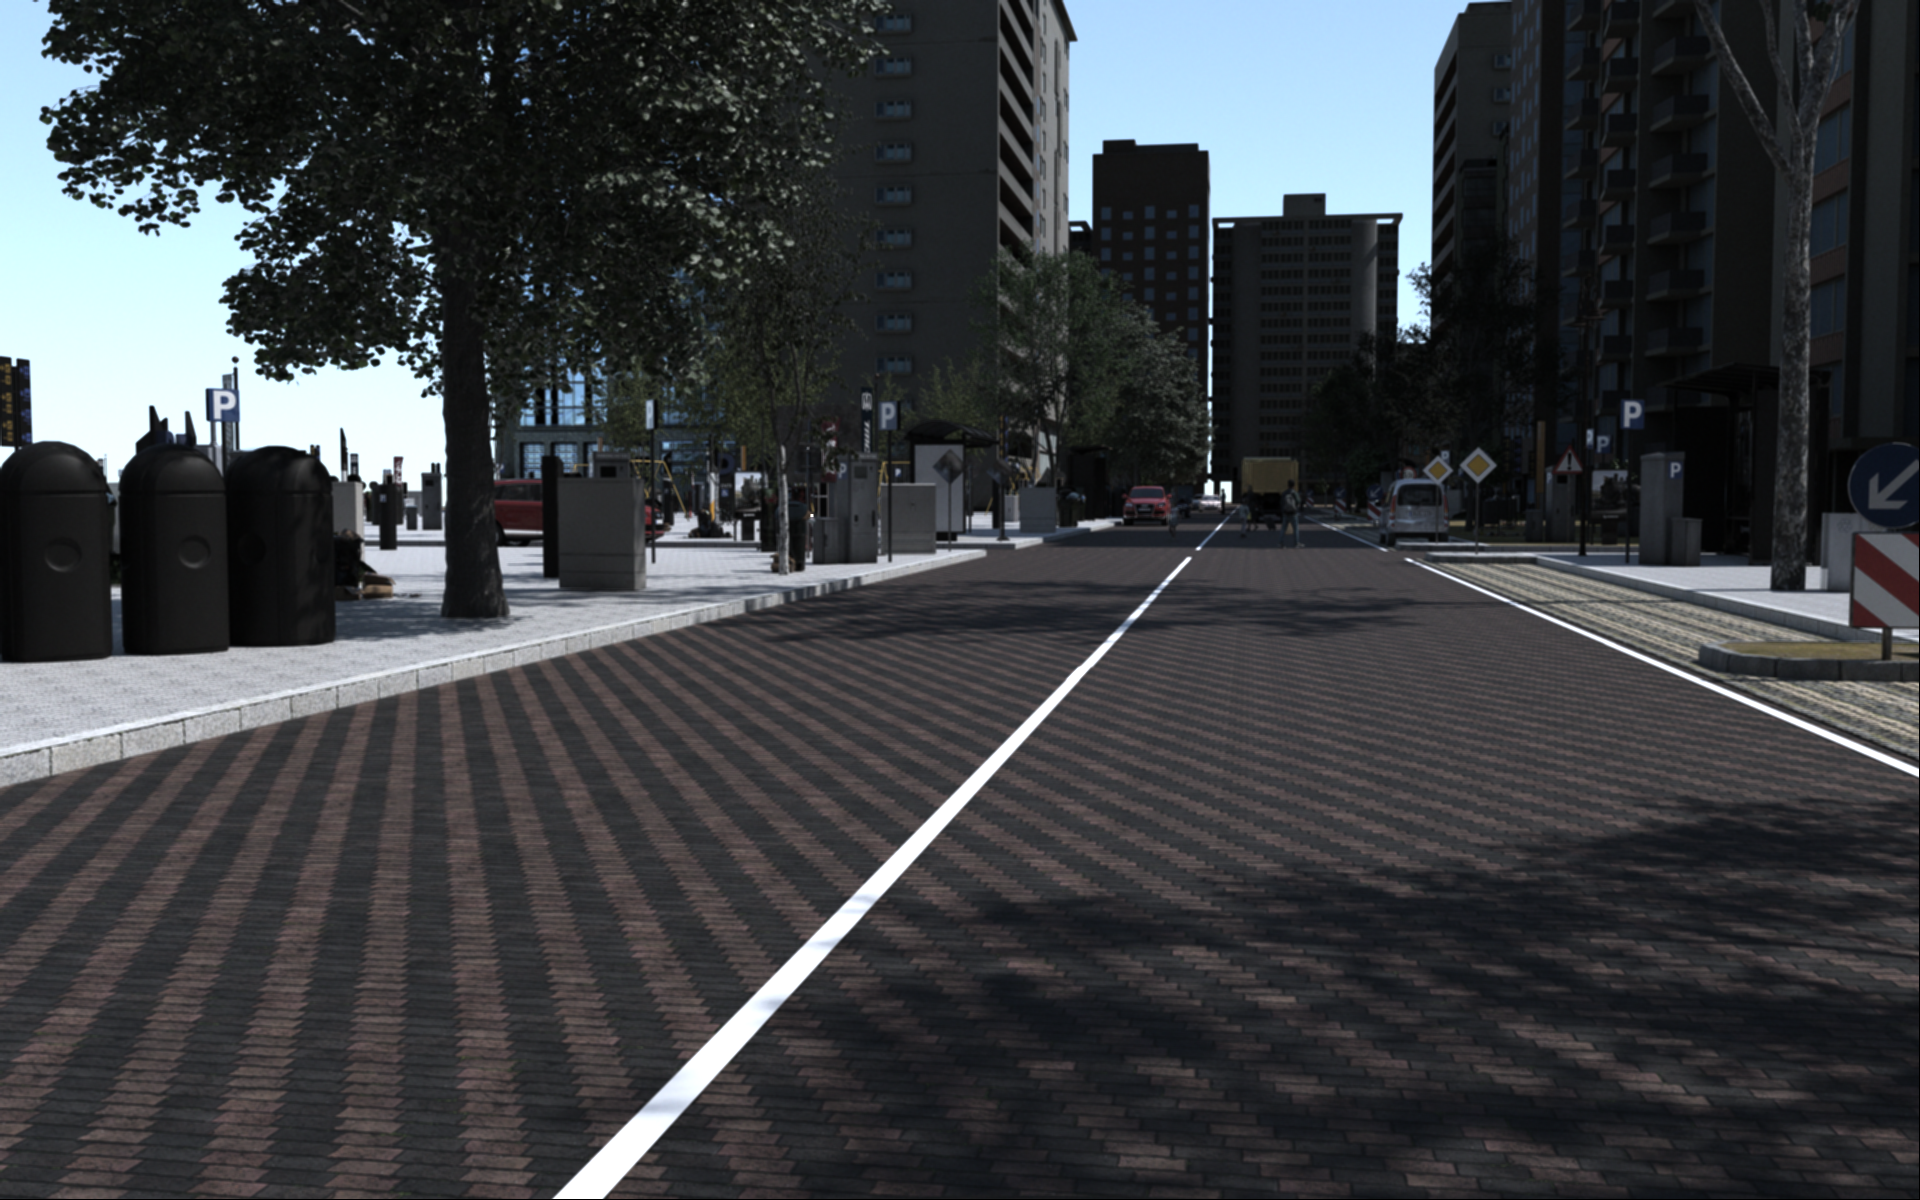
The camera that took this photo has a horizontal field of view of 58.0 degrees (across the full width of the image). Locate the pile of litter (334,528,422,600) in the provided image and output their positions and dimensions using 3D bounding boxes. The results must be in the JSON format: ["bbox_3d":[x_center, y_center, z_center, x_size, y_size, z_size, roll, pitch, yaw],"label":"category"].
[{"bbox_3d":[-7.491,-0.450,21.325,1.719,0.858,1.176,-1,4,-17],"label":"pile of litter"}]

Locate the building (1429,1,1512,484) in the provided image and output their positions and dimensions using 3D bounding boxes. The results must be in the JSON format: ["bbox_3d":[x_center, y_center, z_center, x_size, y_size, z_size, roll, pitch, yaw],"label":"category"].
[{"bbox_3d":[57.629,-33.262,167.536,21.300,48.544,21.600,1,4,9],"label":"building"}]

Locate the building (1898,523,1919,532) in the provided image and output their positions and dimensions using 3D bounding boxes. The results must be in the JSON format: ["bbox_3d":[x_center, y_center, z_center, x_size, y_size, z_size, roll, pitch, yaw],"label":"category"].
[{"bbox_3d":[43.012,-24.758,59.422,28.867,44.769,22.147,1,4,9],"label":"building"}]

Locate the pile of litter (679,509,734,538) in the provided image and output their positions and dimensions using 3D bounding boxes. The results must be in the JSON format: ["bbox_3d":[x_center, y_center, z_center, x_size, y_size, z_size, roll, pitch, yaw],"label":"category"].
[{"bbox_3d":[-7.420,-2.237,50.544,1.719,0.858,1.176,1,4,22],"label":"pile of litter"}]

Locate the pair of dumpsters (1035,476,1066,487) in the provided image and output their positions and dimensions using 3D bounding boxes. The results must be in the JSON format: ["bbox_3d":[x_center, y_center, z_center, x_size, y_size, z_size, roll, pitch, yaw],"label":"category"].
[{"bbox_3d":[4.704,-5.358,90.099,1.574,2.255,4.437,1,4,10],"label":"pair of dumpsters"}]

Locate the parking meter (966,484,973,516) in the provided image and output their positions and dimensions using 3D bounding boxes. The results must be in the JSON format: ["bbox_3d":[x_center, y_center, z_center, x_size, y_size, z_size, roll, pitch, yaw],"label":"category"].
[{"bbox_3d":[0.567,-5.816,100.802,0.399,1.863,0.255,3,5,43],"label":"parking meter"}]

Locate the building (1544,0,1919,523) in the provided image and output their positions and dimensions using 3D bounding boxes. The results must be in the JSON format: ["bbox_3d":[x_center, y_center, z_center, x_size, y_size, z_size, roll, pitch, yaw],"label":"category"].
[{"bbox_3d":[47.369,-27.223,99.715,22.147,44.769,28.867,1,4,9],"label":"building"}]

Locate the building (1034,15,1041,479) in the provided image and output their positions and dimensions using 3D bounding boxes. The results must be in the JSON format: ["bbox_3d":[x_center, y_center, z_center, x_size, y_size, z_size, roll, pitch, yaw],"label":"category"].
[{"bbox_3d":[-0.714,-30.661,151.418,14.600,45.320,14.200,1,4,9],"label":"building"}]

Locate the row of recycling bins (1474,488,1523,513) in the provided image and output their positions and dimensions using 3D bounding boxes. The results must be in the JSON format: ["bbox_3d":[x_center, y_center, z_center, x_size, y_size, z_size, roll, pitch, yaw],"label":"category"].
[{"bbox_3d":[35.664,-6.616,115.286,3.534,1.692,1.069,0,4,-2],"label":"row of recycling bins"}]

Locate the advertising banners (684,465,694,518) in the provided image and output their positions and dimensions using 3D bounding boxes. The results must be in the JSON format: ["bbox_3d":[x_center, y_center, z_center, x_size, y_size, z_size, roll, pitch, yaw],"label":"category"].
[{"bbox_3d":[-14.482,-5.908,92.776,0.090,3.025,2.074,0,4,5],"label":"advertising banners"}]

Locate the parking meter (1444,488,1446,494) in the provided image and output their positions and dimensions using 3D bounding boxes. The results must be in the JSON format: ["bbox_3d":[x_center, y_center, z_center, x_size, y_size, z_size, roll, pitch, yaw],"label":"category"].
[{"bbox_3d":[18.306,-3.523,66.012,0.372,1.533,0.369,0,3,0],"label":"parking meter"}]

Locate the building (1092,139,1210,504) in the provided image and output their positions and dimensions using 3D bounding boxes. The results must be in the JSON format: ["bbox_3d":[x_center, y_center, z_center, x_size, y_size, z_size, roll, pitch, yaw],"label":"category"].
[{"bbox_3d":[24.555,-34.935,221.301,14.200,45.320,14.600,1,4,9],"label":"building"}]

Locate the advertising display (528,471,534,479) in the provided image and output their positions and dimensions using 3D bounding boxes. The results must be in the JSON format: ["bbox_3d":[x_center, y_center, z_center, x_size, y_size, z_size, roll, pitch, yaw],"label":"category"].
[{"bbox_3d":[-12.130,-2.680,49.038,0.123,1.923,0.974,-1,4,-16],"label":"advertising display"}]

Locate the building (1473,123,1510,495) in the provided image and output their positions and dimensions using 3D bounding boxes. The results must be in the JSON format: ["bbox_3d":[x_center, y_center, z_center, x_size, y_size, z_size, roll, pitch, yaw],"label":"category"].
[{"bbox_3d":[49.208,-22.336,136.898,14.160,30.474,14.107,1,4,9],"label":"building"}]

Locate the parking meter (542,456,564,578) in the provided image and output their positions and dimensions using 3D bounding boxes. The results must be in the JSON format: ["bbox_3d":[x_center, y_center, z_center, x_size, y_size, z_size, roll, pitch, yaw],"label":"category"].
[{"bbox_3d":[-6.240,-1.278,26.599,0.255,1.863,0.399,0,4,2],"label":"parking meter"}]

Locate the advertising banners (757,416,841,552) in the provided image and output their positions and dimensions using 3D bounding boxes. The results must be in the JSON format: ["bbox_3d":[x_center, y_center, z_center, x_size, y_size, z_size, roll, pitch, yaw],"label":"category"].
[{"bbox_3d":[-3.553,-2.587,38.478,2.074,3.025,0.090,-2,4,-31],"label":"advertising banners"}]

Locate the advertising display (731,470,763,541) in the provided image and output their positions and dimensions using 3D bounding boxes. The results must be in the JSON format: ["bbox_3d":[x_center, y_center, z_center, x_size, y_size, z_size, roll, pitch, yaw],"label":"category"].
[{"bbox_3d":[-5.798,-2.574,47.294,0.974,1.923,0.123,-3,5,-42],"label":"advertising display"}]

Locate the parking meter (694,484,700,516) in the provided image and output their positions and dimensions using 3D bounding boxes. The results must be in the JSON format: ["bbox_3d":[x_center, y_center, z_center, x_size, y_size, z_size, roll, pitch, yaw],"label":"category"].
[{"bbox_3d":[-15.701,-5.976,103.413,0.255,1.863,0.399,-1,4,-16],"label":"parking meter"}]

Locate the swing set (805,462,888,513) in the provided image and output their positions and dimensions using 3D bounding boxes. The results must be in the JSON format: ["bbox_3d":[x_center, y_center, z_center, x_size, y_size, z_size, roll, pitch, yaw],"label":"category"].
[{"bbox_3d":[-4.676,-3.846,60.509,3.119,2.851,2.862,2,4,29],"label":"swing set"}]

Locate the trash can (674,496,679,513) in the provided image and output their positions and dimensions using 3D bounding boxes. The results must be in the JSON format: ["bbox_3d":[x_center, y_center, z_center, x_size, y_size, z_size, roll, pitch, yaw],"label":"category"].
[{"bbox_3d":[-19.875,-6.650,120.379,0.748,1.137,0.748,0,3,0],"label":"trash can"}]

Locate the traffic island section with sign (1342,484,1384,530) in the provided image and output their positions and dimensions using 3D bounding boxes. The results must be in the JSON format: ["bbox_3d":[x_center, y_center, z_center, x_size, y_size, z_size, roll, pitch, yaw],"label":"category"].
[{"bbox_3d":[16.474,-3.718,69.413,1.989,1.847,2.006,1,4,9],"label":"traffic island section with sign"}]

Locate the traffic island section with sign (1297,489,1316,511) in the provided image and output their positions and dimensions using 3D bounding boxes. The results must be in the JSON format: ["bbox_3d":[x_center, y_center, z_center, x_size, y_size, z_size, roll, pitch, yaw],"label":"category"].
[{"bbox_3d":[29.153,-8.340,144.992,1.989,1.847,2.006,1,4,9],"label":"traffic island section with sign"}]

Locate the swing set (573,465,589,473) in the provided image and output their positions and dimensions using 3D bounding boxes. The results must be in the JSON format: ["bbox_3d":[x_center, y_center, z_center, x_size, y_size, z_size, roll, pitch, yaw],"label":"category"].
[{"bbox_3d":[-18.872,-5.754,91.697,3.119,2.851,2.862,0,4,6],"label":"swing set"}]

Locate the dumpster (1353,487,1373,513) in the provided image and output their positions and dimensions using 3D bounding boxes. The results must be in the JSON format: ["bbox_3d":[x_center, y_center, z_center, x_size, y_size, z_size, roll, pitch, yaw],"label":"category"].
[{"bbox_3d":[26.969,-6.904,115.378,1.502,2.255,1.985,1,4,10],"label":"dumpster"}]

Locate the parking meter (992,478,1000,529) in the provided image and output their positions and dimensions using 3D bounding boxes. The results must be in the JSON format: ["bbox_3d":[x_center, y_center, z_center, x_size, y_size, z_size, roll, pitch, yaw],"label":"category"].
[{"bbox_3d":[1.376,-3.573,64.131,0.255,1.863,0.399,1,4,23],"label":"parking meter"}]

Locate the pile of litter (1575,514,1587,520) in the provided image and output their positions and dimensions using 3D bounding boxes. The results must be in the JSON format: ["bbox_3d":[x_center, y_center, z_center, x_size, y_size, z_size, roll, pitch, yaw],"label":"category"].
[{"bbox_3d":[31.279,-4.412,86.101,1.719,0.858,1.176,-1,4,-15],"label":"pile of litter"}]

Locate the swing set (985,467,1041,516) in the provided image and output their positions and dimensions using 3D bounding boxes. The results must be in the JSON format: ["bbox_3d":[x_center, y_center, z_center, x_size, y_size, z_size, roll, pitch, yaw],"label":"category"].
[{"bbox_3d":[3.345,-6.385,102.014,2.862,2.851,3.119,-2,4,-30],"label":"swing set"}]

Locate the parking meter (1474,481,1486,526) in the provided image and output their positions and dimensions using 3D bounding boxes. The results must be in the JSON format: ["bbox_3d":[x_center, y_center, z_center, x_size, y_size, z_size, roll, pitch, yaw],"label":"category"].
[{"bbox_3d":[20.793,-3.885,69.231,0.399,1.863,0.255,3,5,44],"label":"parking meter"}]

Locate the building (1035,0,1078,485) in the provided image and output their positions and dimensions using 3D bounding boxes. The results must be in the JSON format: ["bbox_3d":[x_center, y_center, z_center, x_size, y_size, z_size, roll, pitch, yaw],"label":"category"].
[{"bbox_3d":[-3.324,-35.823,174.944,27.495,52.752,28.713,1,4,9],"label":"building"}]

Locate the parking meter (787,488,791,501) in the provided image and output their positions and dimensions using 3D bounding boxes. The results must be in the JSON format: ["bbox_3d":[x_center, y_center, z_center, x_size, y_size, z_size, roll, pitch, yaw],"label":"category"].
[{"bbox_3d":[-6.788,-3.748,69.693,0.372,1.533,0.369,0,3,0],"label":"parking meter"}]

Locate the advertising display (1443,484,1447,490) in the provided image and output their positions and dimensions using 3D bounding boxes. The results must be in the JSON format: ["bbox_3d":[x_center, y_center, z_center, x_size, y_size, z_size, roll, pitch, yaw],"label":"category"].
[{"bbox_3d":[30.603,-6.445,110.588,0.974,1.923,0.123,3,5,41],"label":"advertising display"}]

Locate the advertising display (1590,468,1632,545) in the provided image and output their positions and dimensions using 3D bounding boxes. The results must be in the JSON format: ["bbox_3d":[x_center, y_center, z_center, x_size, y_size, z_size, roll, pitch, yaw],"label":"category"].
[{"bbox_3d":[16.407,-2.353,43.690,0.974,1.923,0.123,2,4,25],"label":"advertising display"}]

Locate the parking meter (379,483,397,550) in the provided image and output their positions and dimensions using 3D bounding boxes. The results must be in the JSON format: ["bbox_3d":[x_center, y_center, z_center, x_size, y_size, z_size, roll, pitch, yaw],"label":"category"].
[{"bbox_3d":[-13.162,-1.922,39.833,0.372,1.533,0.369,0,3,0],"label":"parking meter"}]

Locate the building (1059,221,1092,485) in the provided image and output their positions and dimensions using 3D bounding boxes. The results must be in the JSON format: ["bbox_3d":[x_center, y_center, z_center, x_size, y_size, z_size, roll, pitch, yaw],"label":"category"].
[{"bbox_3d":[6.529,-33.091,232.925,23.993,40.220,32.217,1,4,9],"label":"building"}]

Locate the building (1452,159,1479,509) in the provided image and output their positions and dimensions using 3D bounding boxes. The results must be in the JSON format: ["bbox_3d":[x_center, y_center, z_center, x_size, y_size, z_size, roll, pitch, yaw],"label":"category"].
[{"bbox_3d":[50.158,-23.200,151.016,14.160,30.474,14.107,1,4,9],"label":"building"}]

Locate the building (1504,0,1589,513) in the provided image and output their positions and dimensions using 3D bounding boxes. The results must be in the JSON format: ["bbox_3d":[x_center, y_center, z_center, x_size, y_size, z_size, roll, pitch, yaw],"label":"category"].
[{"bbox_3d":[46.955,-28.892,122.497,14.600,45.320,14.200,1,4,9],"label":"building"}]

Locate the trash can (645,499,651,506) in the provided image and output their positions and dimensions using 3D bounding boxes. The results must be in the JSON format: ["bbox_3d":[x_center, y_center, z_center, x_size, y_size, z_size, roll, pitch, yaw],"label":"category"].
[{"bbox_3d":[-8.979,-2.240,48.278,0.748,1.137,0.748,0,3,0],"label":"trash can"}]

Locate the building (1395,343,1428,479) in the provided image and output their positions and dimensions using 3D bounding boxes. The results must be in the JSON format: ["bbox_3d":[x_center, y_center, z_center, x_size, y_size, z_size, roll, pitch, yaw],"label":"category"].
[{"bbox_3d":[70.536,-22.986,220.868,28.899,21.520,27.650,1,4,9],"label":"building"}]

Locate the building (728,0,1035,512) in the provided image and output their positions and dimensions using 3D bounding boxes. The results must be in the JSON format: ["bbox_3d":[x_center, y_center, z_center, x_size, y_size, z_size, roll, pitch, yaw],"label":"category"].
[{"bbox_3d":[-6.106,-31.215,134.074,21.300,48.544,21.600,1,4,9],"label":"building"}]

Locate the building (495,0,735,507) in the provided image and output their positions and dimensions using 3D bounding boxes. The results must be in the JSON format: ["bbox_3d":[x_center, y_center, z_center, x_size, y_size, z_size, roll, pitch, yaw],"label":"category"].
[{"bbox_3d":[-32.860,-53.106,180.952,31.000,86.520,22.319,1,4,9],"label":"building"}]

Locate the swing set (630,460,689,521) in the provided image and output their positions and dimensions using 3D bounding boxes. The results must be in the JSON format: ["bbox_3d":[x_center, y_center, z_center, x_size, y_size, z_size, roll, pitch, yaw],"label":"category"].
[{"bbox_3d":[-14.594,-5.110,81.170,2.862,2.851,3.119,1,4,20],"label":"swing set"}]

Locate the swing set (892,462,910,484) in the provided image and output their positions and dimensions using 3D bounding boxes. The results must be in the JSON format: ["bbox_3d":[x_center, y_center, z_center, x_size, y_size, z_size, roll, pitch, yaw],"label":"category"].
[{"bbox_3d":[-2.495,-5.305,84.359,3.119,2.851,2.862,1,4,16],"label":"swing set"}]

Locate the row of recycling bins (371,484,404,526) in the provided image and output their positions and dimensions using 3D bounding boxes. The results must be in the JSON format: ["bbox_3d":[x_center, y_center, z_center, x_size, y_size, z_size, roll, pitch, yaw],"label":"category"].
[{"bbox_3d":[-23.859,-3.989,72.331,1.069,1.692,3.534,-1,4,-10],"label":"row of recycling bins"}]

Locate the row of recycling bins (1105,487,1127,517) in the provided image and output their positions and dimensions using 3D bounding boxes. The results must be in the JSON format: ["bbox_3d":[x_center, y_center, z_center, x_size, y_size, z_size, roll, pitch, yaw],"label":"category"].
[{"bbox_3d":[7.477,-5.435,95.969,3.534,1.692,1.069,-1,4,-14],"label":"row of recycling bins"}]

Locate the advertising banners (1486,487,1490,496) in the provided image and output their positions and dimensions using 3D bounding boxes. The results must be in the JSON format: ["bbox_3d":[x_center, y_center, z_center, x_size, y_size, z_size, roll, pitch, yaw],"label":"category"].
[{"bbox_3d":[31.861,-6.655,104.999,0.090,3.025,2.074,0,4,0],"label":"advertising banners"}]

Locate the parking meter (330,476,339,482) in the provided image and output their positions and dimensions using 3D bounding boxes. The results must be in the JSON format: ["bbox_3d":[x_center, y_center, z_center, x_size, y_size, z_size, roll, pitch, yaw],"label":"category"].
[{"bbox_3d":[-20.079,-3.048,55.549,0.255,1.863,0.399,0,4,-3],"label":"parking meter"}]

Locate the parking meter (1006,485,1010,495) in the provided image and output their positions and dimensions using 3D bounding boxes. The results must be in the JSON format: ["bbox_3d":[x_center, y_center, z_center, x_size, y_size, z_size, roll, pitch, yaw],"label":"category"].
[{"bbox_3d":[3.144,-6.618,113.915,0.255,1.863,0.399,0,4,-3],"label":"parking meter"}]

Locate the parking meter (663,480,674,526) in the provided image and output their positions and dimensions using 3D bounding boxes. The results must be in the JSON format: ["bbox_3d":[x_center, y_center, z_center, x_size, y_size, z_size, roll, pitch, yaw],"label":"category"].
[{"bbox_3d":[-11.782,-3.936,70.063,0.399,1.863,0.255,2,4,25],"label":"parking meter"}]

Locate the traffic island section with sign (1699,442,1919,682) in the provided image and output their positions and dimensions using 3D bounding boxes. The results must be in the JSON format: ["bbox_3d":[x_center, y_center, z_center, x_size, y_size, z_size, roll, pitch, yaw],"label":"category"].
[{"bbox_3d":[7.182,-0.333,14.069,1.989,1.847,2.006,1,4,9],"label":"traffic island section with sign"}]

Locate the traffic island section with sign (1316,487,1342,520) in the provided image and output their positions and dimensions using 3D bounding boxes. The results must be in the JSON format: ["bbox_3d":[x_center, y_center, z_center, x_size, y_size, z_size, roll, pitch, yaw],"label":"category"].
[{"bbox_3d":[20.931,-5.344,95.999,1.989,1.847,2.006,1,4,9],"label":"traffic island section with sign"}]

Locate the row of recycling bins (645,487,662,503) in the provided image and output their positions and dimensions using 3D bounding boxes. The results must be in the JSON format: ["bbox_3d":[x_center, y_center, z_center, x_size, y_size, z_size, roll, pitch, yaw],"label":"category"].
[{"bbox_3d":[-20.639,-6.712,116.858,1.069,1.692,3.534,-1,4,-12],"label":"row of recycling bins"}]

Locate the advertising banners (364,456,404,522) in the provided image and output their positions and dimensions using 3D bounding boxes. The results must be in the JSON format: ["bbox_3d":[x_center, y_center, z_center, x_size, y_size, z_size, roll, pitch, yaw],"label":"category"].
[{"bbox_3d":[-26.540,-5.117,79.848,0.090,3.025,2.074,3,5,40],"label":"advertising banners"}]

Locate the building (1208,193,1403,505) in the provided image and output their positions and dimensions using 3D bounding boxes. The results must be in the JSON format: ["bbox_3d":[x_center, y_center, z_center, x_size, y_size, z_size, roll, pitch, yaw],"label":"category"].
[{"bbox_3d":[44.812,-32.716,226.793,23.993,40.220,32.217,1,4,9],"label":"building"}]

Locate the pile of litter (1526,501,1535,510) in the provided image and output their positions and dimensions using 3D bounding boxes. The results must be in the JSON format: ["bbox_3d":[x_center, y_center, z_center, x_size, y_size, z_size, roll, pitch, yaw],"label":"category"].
[{"bbox_3d":[33.936,-5.407,102.370,1.176,0.858,1.719,0,4,0],"label":"pile of litter"}]
